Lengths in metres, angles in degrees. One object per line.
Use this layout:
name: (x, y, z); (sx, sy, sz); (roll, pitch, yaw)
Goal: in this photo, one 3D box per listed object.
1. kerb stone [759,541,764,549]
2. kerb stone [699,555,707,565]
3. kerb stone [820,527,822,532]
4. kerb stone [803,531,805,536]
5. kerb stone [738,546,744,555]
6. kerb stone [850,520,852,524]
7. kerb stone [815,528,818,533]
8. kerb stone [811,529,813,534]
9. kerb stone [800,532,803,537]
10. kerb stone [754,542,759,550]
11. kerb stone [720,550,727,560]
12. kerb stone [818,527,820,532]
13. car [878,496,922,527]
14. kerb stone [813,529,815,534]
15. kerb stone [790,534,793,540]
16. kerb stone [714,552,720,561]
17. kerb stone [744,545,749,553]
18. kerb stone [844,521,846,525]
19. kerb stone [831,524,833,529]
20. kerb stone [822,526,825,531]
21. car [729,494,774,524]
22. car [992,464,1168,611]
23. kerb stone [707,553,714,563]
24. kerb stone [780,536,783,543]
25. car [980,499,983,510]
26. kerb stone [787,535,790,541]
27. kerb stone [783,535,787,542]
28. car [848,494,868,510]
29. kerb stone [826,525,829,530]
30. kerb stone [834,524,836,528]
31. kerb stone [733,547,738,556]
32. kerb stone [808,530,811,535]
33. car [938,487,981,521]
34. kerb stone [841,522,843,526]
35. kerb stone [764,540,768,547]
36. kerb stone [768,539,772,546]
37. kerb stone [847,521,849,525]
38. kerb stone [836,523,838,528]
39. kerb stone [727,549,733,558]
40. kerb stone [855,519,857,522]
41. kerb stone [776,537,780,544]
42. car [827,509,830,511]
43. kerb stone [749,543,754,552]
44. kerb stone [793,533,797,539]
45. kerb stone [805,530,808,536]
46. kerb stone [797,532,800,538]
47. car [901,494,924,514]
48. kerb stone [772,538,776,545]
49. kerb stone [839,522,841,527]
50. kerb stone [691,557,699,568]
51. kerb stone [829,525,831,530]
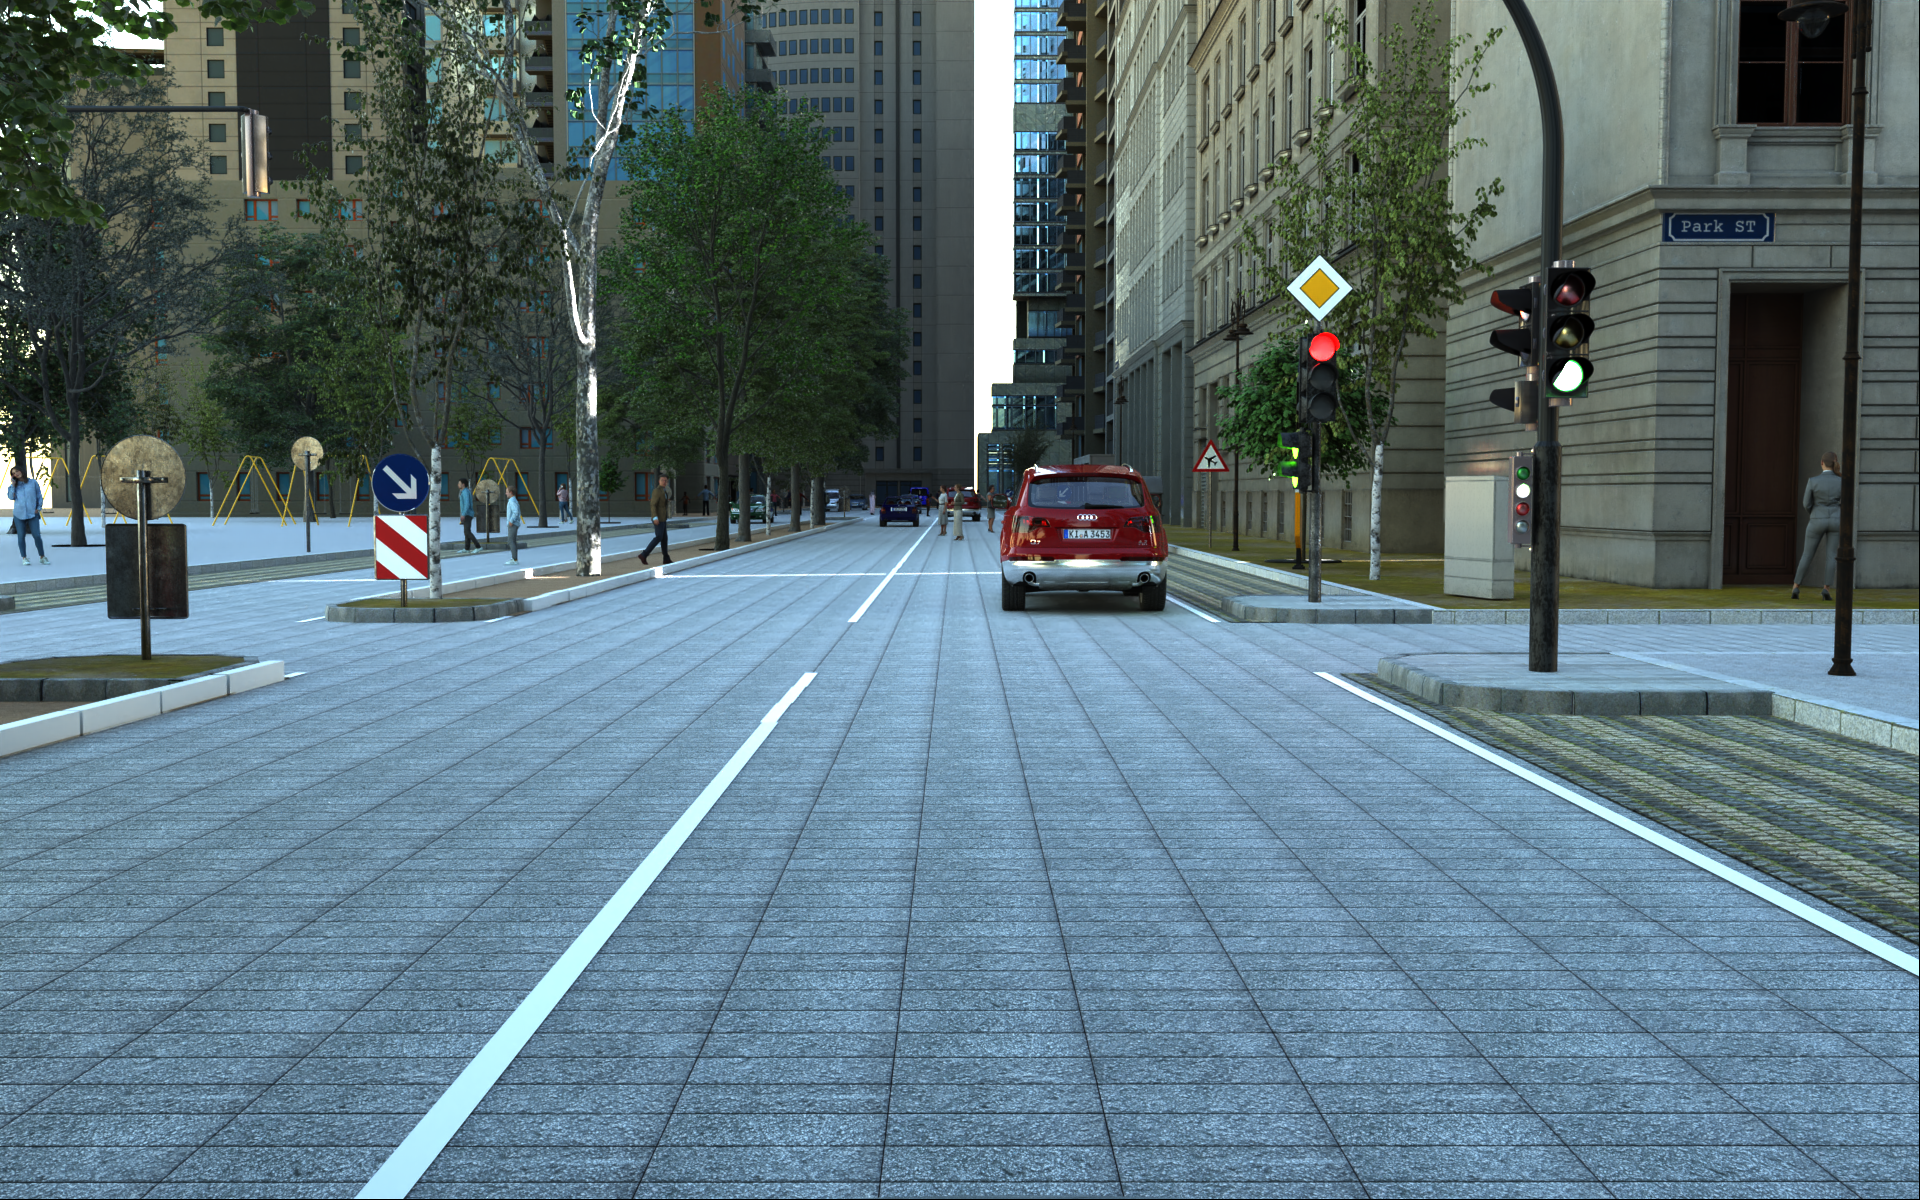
kerb stone: (-5.304, -1.406, 45.186); (0.120, 0.150, 1.000); (0, 3, 0)
kerb stone: (-5.295, -0.779, 34.937); (0.120, 0.150, 1.000); (0, 3, 0)
kerb stone: (-5.338, -2.593, 64.647); (0.120, 0.150, 1.000); (0, 3, 0)
kerb stone: (-5.324, -2.157, 57.479); (0.120, 0.150, 1.000); (0, 3, 0)
kerb stone: (-5.300, -1.150, 41.088); (0.120, 0.150, 1.000); (0, 3, 0)
kerb stone: (-5.351, -3.664, 82.105); (0.120, 0.150, 1.000); (0, 3, 0)
kerb stone: (-5.334, -2.471, 62.601); (0.120, 0.150, 1.000); (0, 3, 0)
kerb stone: (-5.326, -2.346, 60.552); (0.120, 0.150, 1.000); (0, 3, 0)
kerb stone: (-5.321, -2.093, 56.451); (0.120, 0.150, 1.000); (0, 3, 0)
kerb stone: (-5.312, -1.340, 44.161); (0.120, 0.150, 1.000); (0, 3, 0)
kerb stone: (-5.297, -0.967, 38.011); (0.120, 0.150, 1.000); (0, 3, 0)
kerb stone: (-5.337, -2.531, 63.625); (0.120, 0.150, 1.000); (0, 3, 0)
car: (-2.683, -3.945, 77.077); (1.945, 1.354, 3.894); (0, 4, -1)
kerb stone: (-5.329, -2.406, 61.576); (0.120, 0.150, 1.000); (0, 3, 0)
kerb stone: (-5.330, -1.907, 53.380); (0.120, 0.150, 1.000); (0, 3, 0)
kerb stone: (-5.299, -0.905, 36.988); (0.120, 0.150, 1.000); (0, 3, 0)
kerb stone: (-5.302, -1.214, 42.115); (0.120, 0.150, 1.000); (0, 3, 0)
kerb stone: (-5.349, -3.413, 77.996); (0.120, 0.150, 1.000); (0, 3, 0)
kerb stone: (-5.330, -2.911, 69.795); (0.120, 0.150, 1.000); (0, 3, 0)
kerb stone: (-5.332, -2.659, 65.679); (0.120, 0.150, 1.000); (0, 3, 0)
car: (-10.261, -4.515, 85.622); (2.131, 1.459, 4.920); (0, 4, -1)
car: (1.551, -0.864, 22.804); (2.281, 1.827, 5.304); (0, 4, 1)
kerb stone: (-5.294, -0.838, 35.960); (0.120, 0.150, 1.000); (0, 3, 0)
kerb stone: (-5.317, -1.715, 50.307); (0.120, 0.150, 1.000); (0, 3, 0)
car: (1.121, -9.041, 160.402); (1.945, 1.354, 3.894); (0, 3, 0)
kerb stone: (-5.310, -1.845, 52.358); (0.120, 0.150, 1.000); (0, 3, 0)
kerb stone: (-5.315, -1.781, 51.333); (0.120, 0.150, 1.000); (0, 3, 0)
car: (-9.186, -8.680, 153.915); (2.014, 1.417, 4.499); (0, 4, 1)
kerb stone: (-5.330, -2.775, 67.726); (0.120, 0.150, 1.000); (0, 3, 0)
kerb stone: (-5.349, -3.037, 71.842); (0.120, 0.150, 1.000); (0, 3, 0)
kerb stone: (-5.308, -1.093, 40.065); (0.120, 0.150, 1.000); (0, 3, 0)
kerb stone: (-5.328, -2.282, 59.530); (0.120, 0.150, 1.000); (0, 3, 0)
car: (0.006, -5.109, 92.211); (2.281, 1.827, 5.304); (0, 4, -2)
kerb stone: (-5.344, -3.287, 75.946); (0.120, 0.150, 1.000); (0, 3, 0)
kerb stone: (-5.307, -1.469, 46.208); (0.120, 0.150, 1.000); (0, 3, 0)
kerb stone: (-5.314, -1.531, 47.231); (0.120, 0.150, 1.000); (0, 3, 0)
kerb stone: (-5.345, -3.536, 80.047); (0.120, 0.150, 1.000); (0, 3, 0)
kerb stone: (-5.340, -3.094, 72.865); (0.120, 0.150, 1.000); (0, 3, 0)
kerb stone: (-5.301, -1.030, 39.033); (0.120, 0.150, 1.000); (0, 3, 0)
kerb stone: (-5.359, -3.909, 86.199); (0.120, 0.150, 1.000); (0, 3, 0)
kerb stone: (-5.311, -1.656, 49.279); (0.120, 0.150, 1.000); (0, 3, 0)
car: (-10.442, -8.130, 145.508); (1.945, 1.354, 3.894); (0, 4, 1)
kerb stone: (-5.306, -1.279, 43.137); (0.120, 0.150, 1.000); (0, 3, 0)
kerb stone: (-5.321, -1.970, 54.404); (0.120, 0.150, 1.000); (0, 3, 0)
kerb stone: (-5.323, -2.221, 58.501); (0.120, 0.150, 1.000); (0, 3, 0)
kerb stone: (-5.323, -2.033, 55.427); (0.120, 0.150, 1.000); (0, 3, 0)
car: (-3.664, -6.974, 126.020); (2.014, 1.417, 4.499); (0, 4, -1)
kerb stone: (-5.305, -1.594, 48.257); (0.120, 0.150, 1.000); (0, 3, 0)
kerb stone: (-5.343, -3.220, 74.910); (0.120, 0.150, 1.000); (0, 3, 0)
kerb stone: (-5.296, -0.717, 33.915); (0.120, 0.150, 1.000); (0, 3, 0)
kerb stone: (-5.335, -2.841, 68.753); (0.120, 0.150, 1.000); (0, 3, 0)
